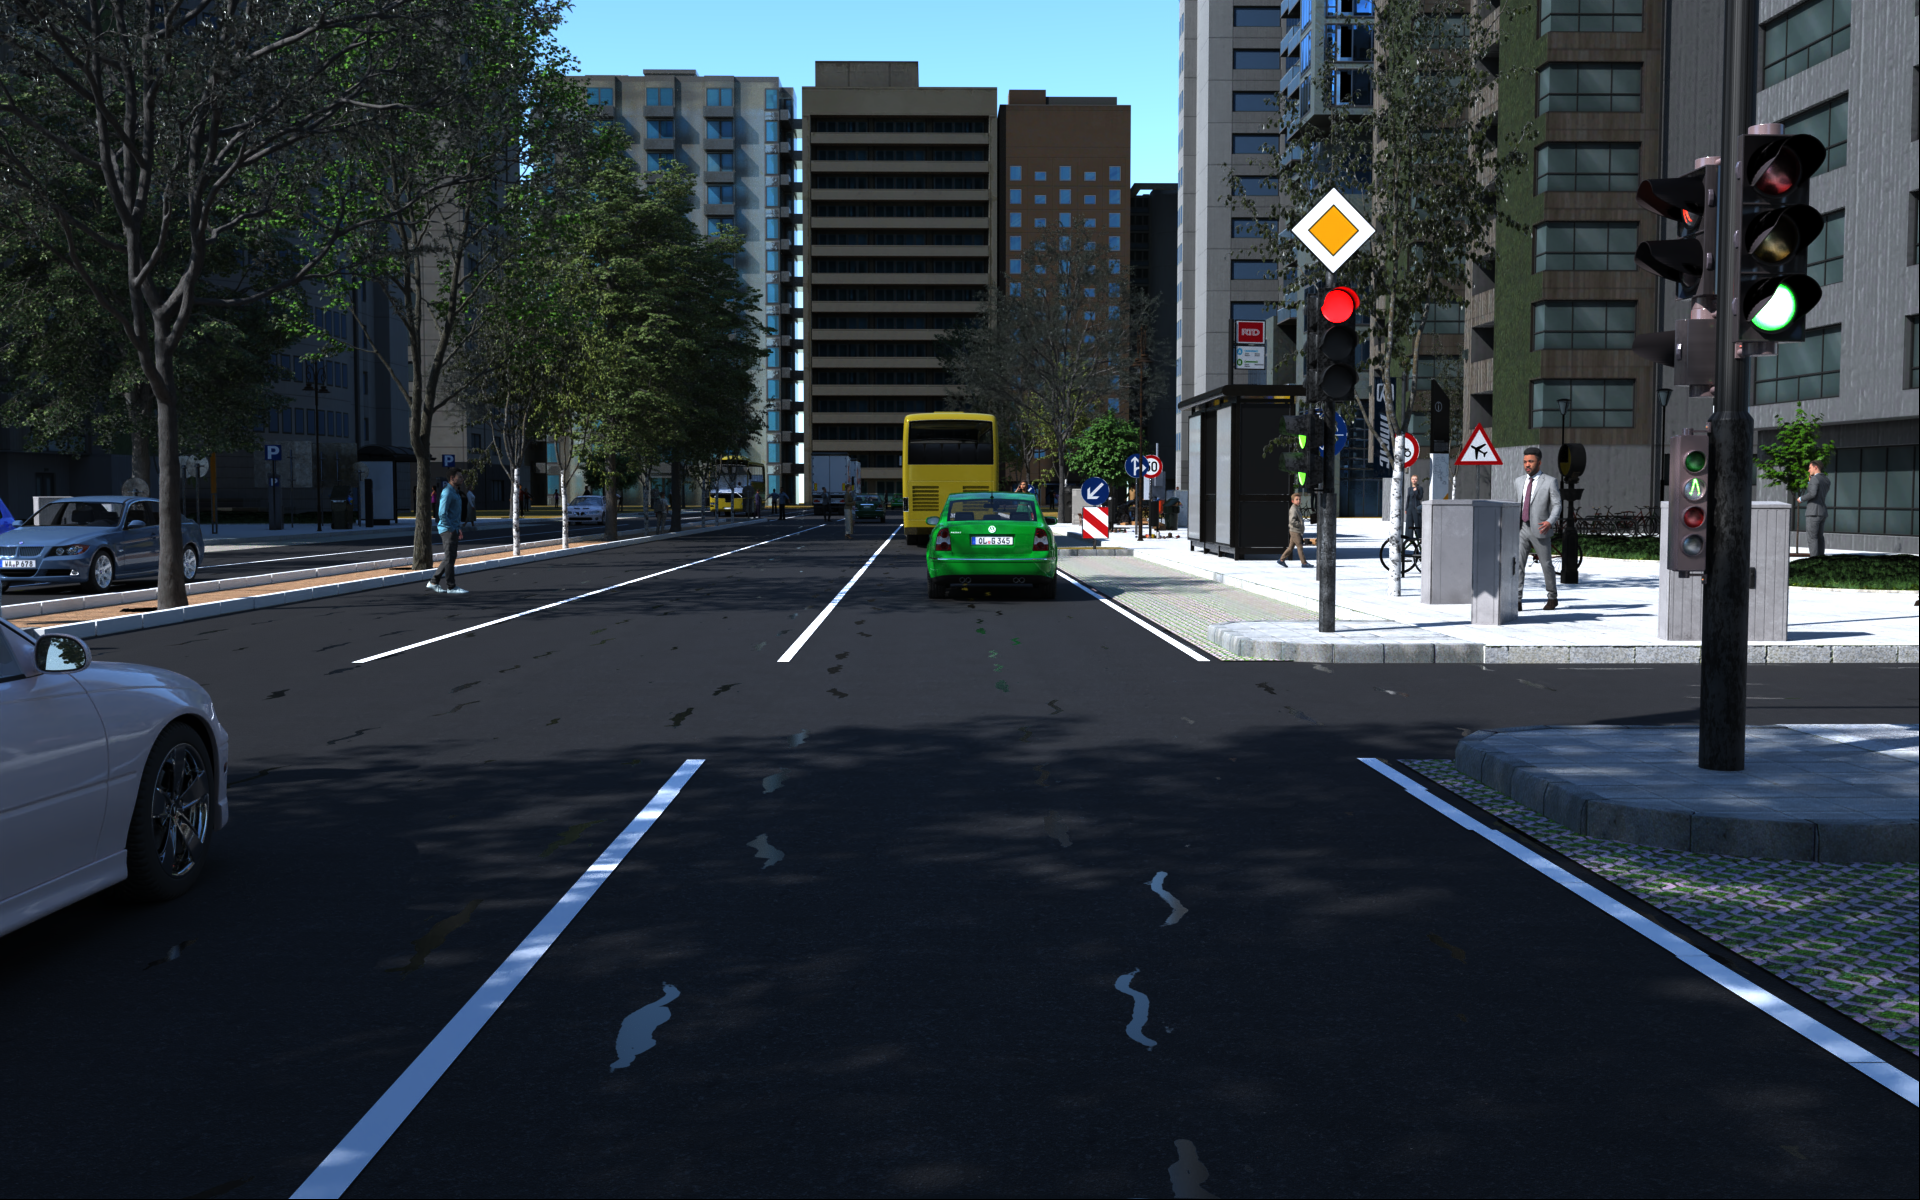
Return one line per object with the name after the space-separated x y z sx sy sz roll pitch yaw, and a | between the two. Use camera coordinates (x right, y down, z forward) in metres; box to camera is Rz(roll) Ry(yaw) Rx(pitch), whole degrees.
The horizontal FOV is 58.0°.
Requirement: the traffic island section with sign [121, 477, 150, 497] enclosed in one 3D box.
-19.421 -1.938 40.320 1.989 1.847 2.006 0 4 -1 | traffic island section with sign

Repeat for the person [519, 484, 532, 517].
-24.958 -5.648 98.348 1.348 1.831 0.705 -3 4 -38 | person

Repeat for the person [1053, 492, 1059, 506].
7.007 -7.017 123.996 0.697 1.427 0.421 0 4 -3 | person

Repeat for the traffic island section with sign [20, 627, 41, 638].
-9.772 -0.453 15.542 2.006 1.907 1.989 0 4 -1 | traffic island section with sign

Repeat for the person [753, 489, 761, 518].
-11.524 -5.468 98.821 0.530 1.710 0.541 -1 4 -11 | person

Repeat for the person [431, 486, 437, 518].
-28.032 -5.224 92.130 0.721 1.739 1.217 0 4 8 | person

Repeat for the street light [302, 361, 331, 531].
-22.123 -5.312 59.643 0.468 5.910 1.993 0 4 -1 | street light

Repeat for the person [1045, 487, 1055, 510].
7.460 -8.209 139.897 1.348 1.869 0.705 2 4 25 | person

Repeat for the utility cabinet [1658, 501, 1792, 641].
6.706 -0.247 15.203 1.020 1.237 0.306 0 4 4 | utility cabinet

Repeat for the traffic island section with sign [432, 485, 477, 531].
-19.906 -3.587 67.271 1.989 1.847 2.006 0 4 -1 | traffic island section with sign

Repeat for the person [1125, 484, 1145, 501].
9.384 -5.344 93.512 0.705 1.812 1.348 -3 5 -44 | person

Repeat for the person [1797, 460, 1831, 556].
14.217 -1.411 28.923 0.655 1.846 0.447 -3 5 -43 | person

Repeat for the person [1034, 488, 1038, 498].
5.919 -8.076 138.798 0.721 1.735 1.217 3 5 42 | person

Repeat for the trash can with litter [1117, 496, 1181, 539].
5.924 -2.416 50.552 1.678 1.210 2.233 2 4 32 | trash can with litter

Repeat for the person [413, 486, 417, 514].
-35.895 -6.622 114.319 0.705 1.822 1.348 0 4 -8 | person

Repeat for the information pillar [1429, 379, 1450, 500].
9.788 -2.694 35.409 0.504 3.616 0.183 -2 4 -33 | information pillar

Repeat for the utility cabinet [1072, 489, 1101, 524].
5.250 -3.870 71.954 1.173 1.500 0.318 1 4 8 | utility cabinet

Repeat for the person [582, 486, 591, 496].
-24.084 -6.455 111.603 0.705 1.821 1.348 -3 5 -42 | person

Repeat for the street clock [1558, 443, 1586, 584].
8.739 -1.236 24.781 0.358 2.002 0.471 0 4 -3 | street clock

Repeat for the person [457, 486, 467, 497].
-35.258 -7.083 121.866 1.348 1.821 0.705 -1 4 -22 | person

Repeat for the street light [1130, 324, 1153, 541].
4.943 -4.556 47.276 0.468 5.910 1.993 0 4 -1 | street light

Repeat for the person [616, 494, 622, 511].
-25.595 -7.357 129.524 0.799 1.438 0.628 -3 5 -44 | person

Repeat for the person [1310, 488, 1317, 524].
11.072 -2.892 53.294 0.622 1.834 0.822 2 4 27 | person

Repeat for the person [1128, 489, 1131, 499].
11.948 -6.904 119.636 0.721 1.743 1.217 -2 4 -27 | person

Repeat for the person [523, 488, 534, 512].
-31.838 -7.370 127.360 0.721 1.723 1.217 3 5 39 | person

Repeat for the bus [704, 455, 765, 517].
-14.518 -7.443 113.246 2.896 3.916 12.252 0 4 -1 | bus

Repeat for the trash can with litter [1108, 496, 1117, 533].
5.048 -2.880 58.142 1.678 1.210 2.233 0 4 -5 | trash can with litter

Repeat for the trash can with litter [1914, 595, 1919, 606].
10.556 -0.424 18.314 0.624 1.170 1.055 -1 4 -11 | trash can with litter

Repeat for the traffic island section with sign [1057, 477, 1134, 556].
2.997 -1.962 40.715 1.989 1.847 2.006 0 4 -1 | traffic island section with sign

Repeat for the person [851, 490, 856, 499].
-8.066 -7.521 132.204 1.217 1.736 0.721 3 4 38 | person

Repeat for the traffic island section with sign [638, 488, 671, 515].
-20.838 -6.711 118.348 1.989 1.847 2.006 0 4 -1 | traffic island section with sign

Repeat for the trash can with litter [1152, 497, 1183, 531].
7.302 -3.030 60.927 1.055 1.170 0.624 -3 5 -39 | trash can with litter

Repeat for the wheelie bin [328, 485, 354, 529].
-22.544 -3.379 63.154 0.980 1.594 0.693 0 4 6 | wheelie bin

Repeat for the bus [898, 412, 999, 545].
-0.416 -3.659 51.380 2.896 3.916 12.252 0 4 -2 | bus

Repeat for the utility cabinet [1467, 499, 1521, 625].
5.388 -0.380 17.383 0.306 1.237 1.020 2 4 27 | utility cabinet

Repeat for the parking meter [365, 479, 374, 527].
-22.774 -3.733 66.746 0.255 1.863 0.399 -1 4 -12 | parking meter

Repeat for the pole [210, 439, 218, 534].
-24.069 -3.792 55.850 0.158 3.312 0.155 0 3 0 | pole

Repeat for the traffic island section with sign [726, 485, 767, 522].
-11.140 -5.048 90.669 2.006 1.907 1.989 0 4 -1 | traffic island section with sign

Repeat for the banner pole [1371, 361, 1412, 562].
8.134 -2.606 32.619 0.863 3.779 0.401 -1 4 -18 | banner pole

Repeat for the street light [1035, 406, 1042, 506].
4.144 -7.206 90.604 0.468 5.910 1.993 0 4 -1 | street light

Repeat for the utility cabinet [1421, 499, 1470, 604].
5.942 -0.560 20.315 1.020 1.237 0.306 -1 4 -10 | utility cabinet

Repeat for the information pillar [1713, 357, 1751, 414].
7.270 -1.527 16.316 0.504 3.616 0.183 -2 4 -35 | information pillar

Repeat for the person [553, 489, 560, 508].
-37.411 -9.431 160.915 1.217 1.739 0.721 3 4 36 | person

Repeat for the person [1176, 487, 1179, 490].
16.349 -7.571 129.698 0.599 1.838 0.709 2 4 30 | person

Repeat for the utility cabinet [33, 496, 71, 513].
-24.231 -2.155 46.394 0.306 1.237 1.020 2 4 33 | utility cabinet

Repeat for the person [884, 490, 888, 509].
-7.037 -9.555 164.868 0.705 1.807 1.348 -1 4 -11 | person

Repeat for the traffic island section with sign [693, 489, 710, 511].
-21.337 -8.381 145.661 1.989 1.847 2.006 0 4 -1 | traffic island section with sign

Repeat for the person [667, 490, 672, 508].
-26.994 -9.464 161.504 0.721 1.736 1.217 1 4 15 | person

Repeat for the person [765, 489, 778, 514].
-13.620 -7.248 126.995 1.348 1.826 0.705 -1 4 -14 | person

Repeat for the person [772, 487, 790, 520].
-9.882 -5.352 95.988 1.348 1.826 0.705 3 4 36 | person

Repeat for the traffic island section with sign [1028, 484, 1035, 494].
2.496 -3.657 68.414 1.989 1.847 2.006 0 4 -1 | traffic island section with sign

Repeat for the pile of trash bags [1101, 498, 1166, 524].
7.299 -3.937 74.117 3.447 1.369 1.912 3 4 38 | pile of trash bags
